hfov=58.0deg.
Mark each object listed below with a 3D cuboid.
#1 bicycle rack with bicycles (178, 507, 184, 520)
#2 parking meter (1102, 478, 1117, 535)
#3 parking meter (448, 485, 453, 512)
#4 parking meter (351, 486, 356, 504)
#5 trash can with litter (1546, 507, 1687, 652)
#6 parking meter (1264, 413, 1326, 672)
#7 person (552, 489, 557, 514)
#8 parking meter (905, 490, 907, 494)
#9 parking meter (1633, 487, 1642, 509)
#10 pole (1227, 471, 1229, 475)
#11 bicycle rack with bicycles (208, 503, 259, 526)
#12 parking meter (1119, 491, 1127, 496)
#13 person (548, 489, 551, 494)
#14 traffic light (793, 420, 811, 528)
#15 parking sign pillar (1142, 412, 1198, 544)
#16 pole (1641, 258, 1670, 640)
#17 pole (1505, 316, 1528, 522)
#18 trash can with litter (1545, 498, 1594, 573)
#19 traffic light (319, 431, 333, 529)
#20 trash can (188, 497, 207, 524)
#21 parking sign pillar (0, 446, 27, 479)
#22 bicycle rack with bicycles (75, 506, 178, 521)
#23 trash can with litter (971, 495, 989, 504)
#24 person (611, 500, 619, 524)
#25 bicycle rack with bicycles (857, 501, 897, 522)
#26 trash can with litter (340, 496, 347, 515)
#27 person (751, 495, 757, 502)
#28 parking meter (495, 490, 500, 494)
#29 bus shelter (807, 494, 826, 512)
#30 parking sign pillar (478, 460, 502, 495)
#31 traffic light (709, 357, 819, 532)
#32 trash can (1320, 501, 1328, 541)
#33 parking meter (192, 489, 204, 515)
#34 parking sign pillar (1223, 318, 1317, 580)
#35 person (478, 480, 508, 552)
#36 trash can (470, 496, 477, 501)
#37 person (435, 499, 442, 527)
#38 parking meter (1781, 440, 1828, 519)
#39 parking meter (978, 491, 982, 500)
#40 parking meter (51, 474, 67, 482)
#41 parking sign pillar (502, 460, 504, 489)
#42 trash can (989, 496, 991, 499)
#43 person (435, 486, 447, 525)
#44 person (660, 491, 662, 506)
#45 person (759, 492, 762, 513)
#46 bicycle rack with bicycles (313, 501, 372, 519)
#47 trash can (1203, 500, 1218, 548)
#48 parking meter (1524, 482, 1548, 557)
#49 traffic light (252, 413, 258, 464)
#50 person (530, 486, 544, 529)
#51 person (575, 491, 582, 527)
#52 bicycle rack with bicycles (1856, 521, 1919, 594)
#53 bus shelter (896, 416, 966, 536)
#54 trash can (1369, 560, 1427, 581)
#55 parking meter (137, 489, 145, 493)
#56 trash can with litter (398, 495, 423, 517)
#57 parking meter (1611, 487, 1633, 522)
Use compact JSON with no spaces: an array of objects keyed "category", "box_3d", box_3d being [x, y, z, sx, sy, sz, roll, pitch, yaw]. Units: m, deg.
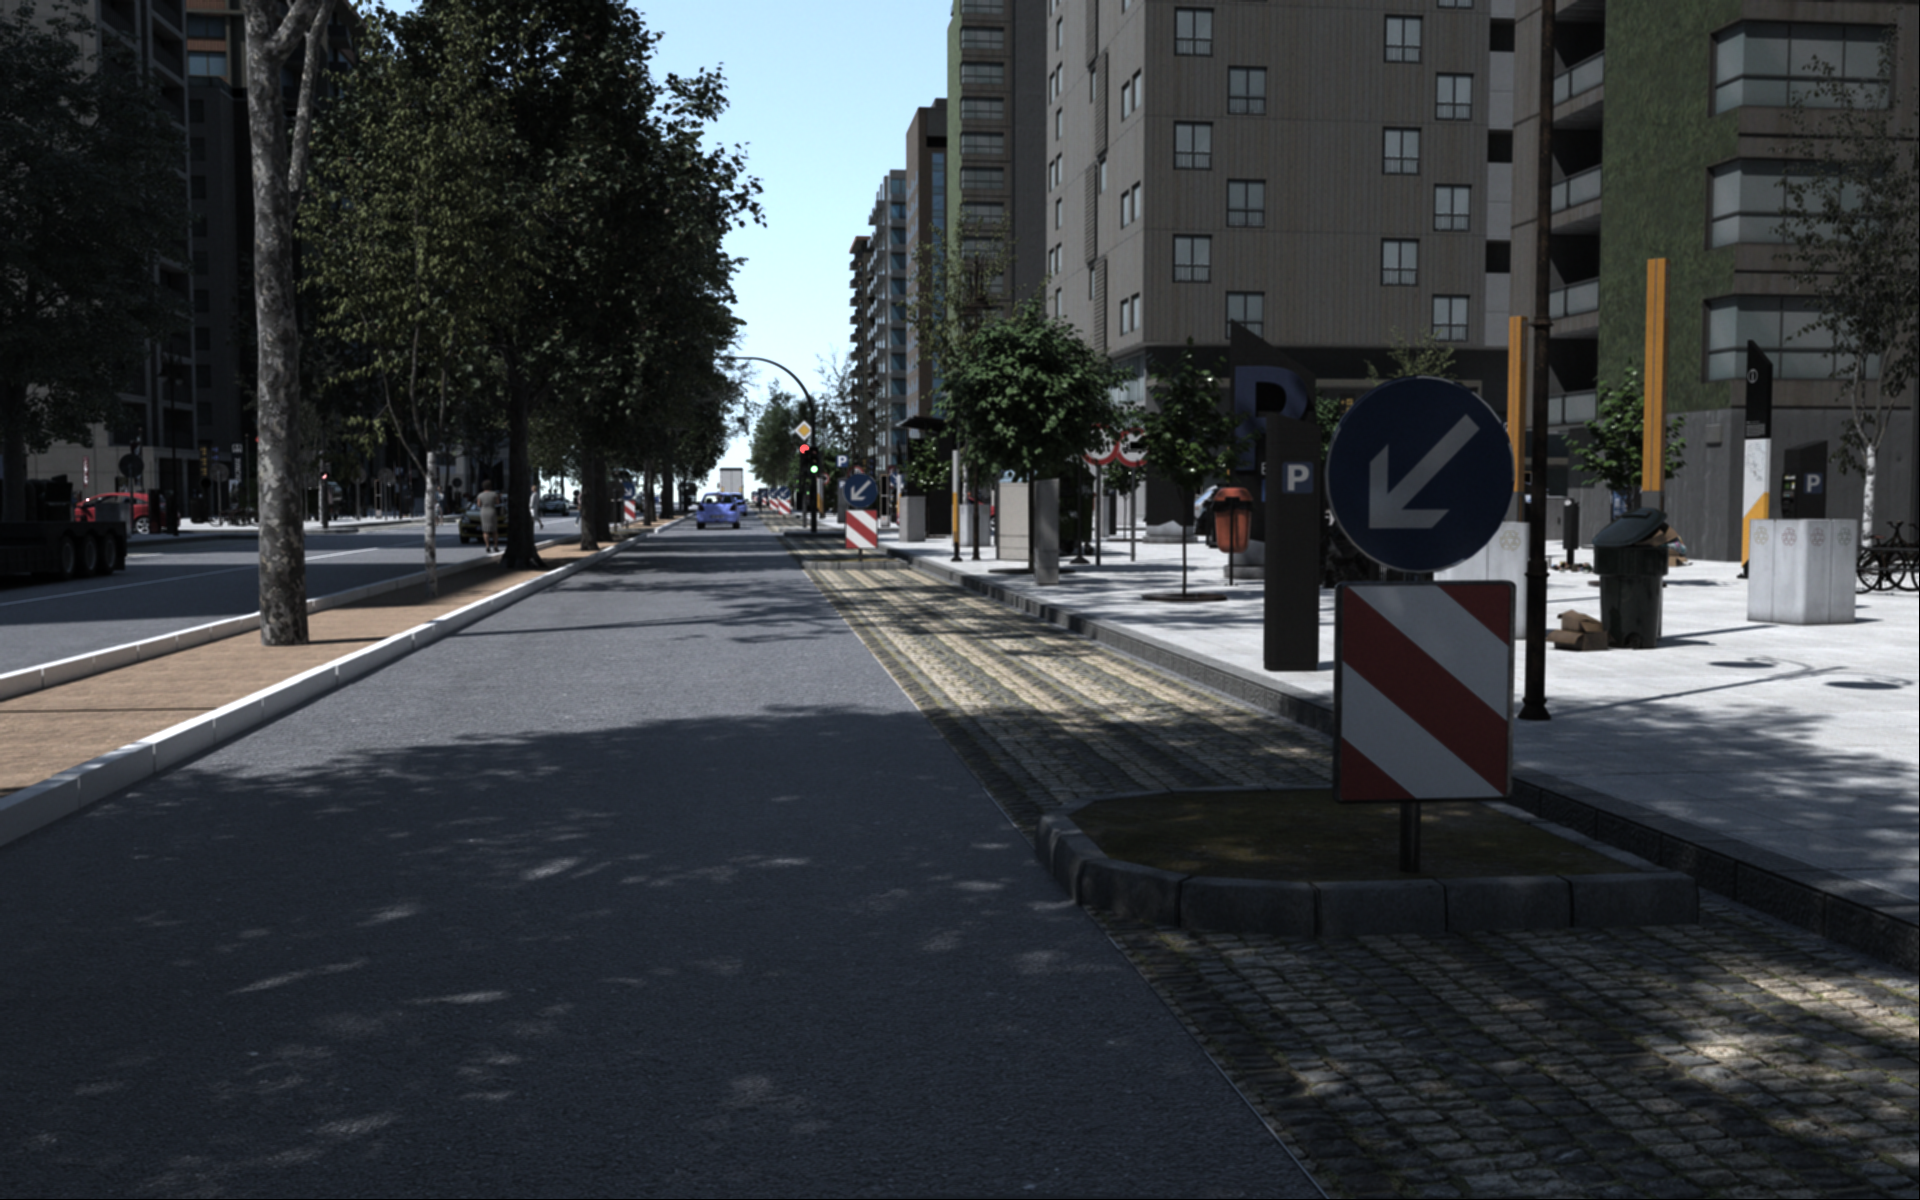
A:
[{"category":"bicycle rack with bicycles","box_3d":[-39.945,-4.421,85.664,2.925,0.926,2.852,-2,4,-35]},{"category":"parking meter","box_3d":[4.660,-2.953,53.996,0.399,1.863,0.255,-1,4,-16]},{"category":"parking meter","box_3d":[-33.843,-6.679,114.908,0.255,1.863,0.399,0,4,1]},{"category":"parking meter","box_3d":[-41.305,-6.877,118.142,0.399,1.863,0.255,3,5,40]},{"category":"trash can with litter","box_3d":[5.416,-0.180,14.325,1.055,1.170,0.624,-2,4,-28]},{"category":"parking meter","box_3d":[2.430,-0.420,12.583,0.399,1.863,0.255,0,4,-3]},{"category":"person","box_3d":[-29.609,-7.229,126.925,0.641,1.798,0.478,-1,4,-16]},{"category":"parking meter","box_3d":[-2.855,-5.152,92.653,0.372,1.533,0.369,0,3,0]},{"category":"parking meter","box_3d":[13.213,-1.696,33.446,0.399,1.863,0.255,2,4,23]},{"category":"pole","box_3d":[11.712,-4.983,75.319,0.158,3.312,0.155,0,3,0]},{"category":"bicycle rack with bicycles","box_3d":[-28.523,-3.449,69.766,2.925,0.926,2.852,-1,4,-13]},{"category":"parking meter","box_3d":[6.887,-3.948,72.959,0.372,1.533,0.369,0,3,0]},{"category":"person","box_3d":[-30.752,-7.372,129.306,0.573,1.790,0.520,-2,4,-31]},{"category":"traffic light","box_3d":[-5.924,-4.698,65.740,0.839,4.253,0.868,0,4,-7]},{"category":"parking sign pillar","box_3d":[5.492,-3.470,45.199,1.447,3.967,1.447,-3,5,-44]},{"category":"pole","box_3d":[6.063,-1.302,15.125,0.158,3.312,0.155,0,3,0]},{"category":"pole","box_3d":[6.415,-1.599,19.990,0.158,3.312,0.155,0,3,0]},{"category":"trash can with litter","box_3d":[10.214,-1.107,29.155,1.678,1.210,2.233,1,4,13]},{"category":"traffic light","box_3d":[-21.229,-5.452,63.814,4.771,5.953,1.251,0,4,-7]},{"category":"trash can","box_3d":[-33.174,-3.899,75.399,0.748,1.137,0.748,0,3,0]},{"category":"parking sign pillar","box_3d":[-46.609,-5.912,85.130,1.447,3.967,1.447,-1,4,-13]},{"category":"bicycle rack with bicycles","box_3d":[-36.137,-3.757,74.811,2.852,0.926,2.925,2,4,26]},{"category":"trash can with litter","box_3d":[1.146,-5.423,99.722,2.233,1.210,1.678,2,4,28]},{"category":"person","box_3d":[-16.205,-4.419,81.430,0.731,1.740,0.598,2,4,24]},{"category":"bicycle rack with bicycles","box_3d":[-3.726,-4.073,79.977,2.852,0.926,2.925,0,4,-2]},{"category":"trash can with litter","box_3d":[-37.754,-5.813,106.106,1.678,1.210,2.233,0,4,-1]},{"category":"person","box_3d":[-34.172,-17.082,287.744,1.348,1.831,0.705,2,4,31]},{"category":"parking meter","box_3d":[-32.614,-6.956,122.136,0.372,1.533,0.369,0,3,0]},{"category":"bus shelter","box_3d":[-10.582,-8.176,124.963,1.731,3.624,6.357,0,4,-7]},{"category":"parking sign pillar","box_3d":[-36.618,-8.909,134.141,1.447,3.967,1.447,0,4,4]},{"category":"traffic light","box_3d":[-6.977,-5.061,57.414,4.771,5.953,1.251,0,4,-7]},{"category":"trash can","box_3d":[7.824,-1.646,38.561,0.748,1.137,0.748,0,3,0]},{"category":"parking meter","box_3d":[-41.696,-5.271,94.588,0.372,1.533,0.369,0,3,0]},{"category":"parking sign pillar","box_3d":[4.773,-2.323,26.456,1.447,3.967,1.447,0,4,7]},{"category":"person","box_3d":[-11.498,-2.067,42.656,0.716,1.782,0.532,0,4,-8]},{"category":"trash can","box_3d":[-38.295,-7.642,136.606,0.748,1.137,0.748,0,3,0]},{"category":"person","box_3d":[-23.046,-3.844,76.358,0.505,1.210,0.382,1,4,12]},{"category":"parking meter","box_3d":[9.157,-0.802,18.817,0.399,1.863,0.255,-1,4,-11]},{"category":"parking meter","box_3d":[1.278,-6.616,116.589,0.372,1.533,0.369,0,3,0]},{"category":"parking meter","box_3d":[-26.573,-2.777,51.122,0.255,1.863,0.399,2,4,30]},{"category":"parking sign pillar","box_3d":[-36.669,-9.063,136.645,1.447,3.967,1.447,0,4,-6]},{"category":"trash can","box_3d":[2.317,-6.351,115.489,0.748,1.137,0.748,0,3,0]},{"category":"person","box_3d":[-23.877,-4.344,79.551,0.581,1.822,0.654,-1,4,-17]},{"category":"person","box_3d":[-36.095,-12.315,209.944,0.705,1.812,1.348,1,4,8]},{"category":"person","box_3d":[-14.580,-7.101,126.412,0.330,1.601,0.589,0,4,2]},{"category":"bicycle rack with bicycles","box_3d":[-32.361,-4.771,91.384,2.925,0.926,2.852,3,5,41]},{"category":"trash can","box_3d":[6.146,-1.801,41.103,0.748,1.137,0.748,0,3,0]},{"category":"parking meter","box_3d":[11.630,-1.639,35.206,0.372,1.533,0.369,0,3,0]},{"category":"traffic light","box_3d":[-22.282,-4.078,55.595,0.839,4.253,0.868,0,4,-7]},{"category":"person","box_3d":[-17.251,-3.759,70.315,0.624,1.780,0.694,2,4,25]},{"category":"person","box_3d":[-16.499,-4.067,75.592,0.643,1.750,0.593,3,5,42]},{"category":"bicycle rack with bicycles","box_3d":[12.266,-0.544,22.275,2.852,0.926,2.925,-3,4,-38]},{"category":"bus shelter","box_3d":[-0.915,-3.912,55.242,1.731,3.624,6.357,0,4,-7]},{"category":"trash can","box_3d":[4.736,-0.432,18.723,0.748,1.137,0.748,0,3,0]},{"category":"parking meter","box_3d":[-38.364,-4.447,81.118,0.372,1.533,0.369,0,3,0]},{"category":"trash can with litter","box_3d":[-30.733,-5.272,97.249,1.678,1.210,2.233,1,4,9]},{"category":"parking meter","box_3d":[12.324,-1.460,32.277,0.372,1.533,0.369,0,3,0]}]
